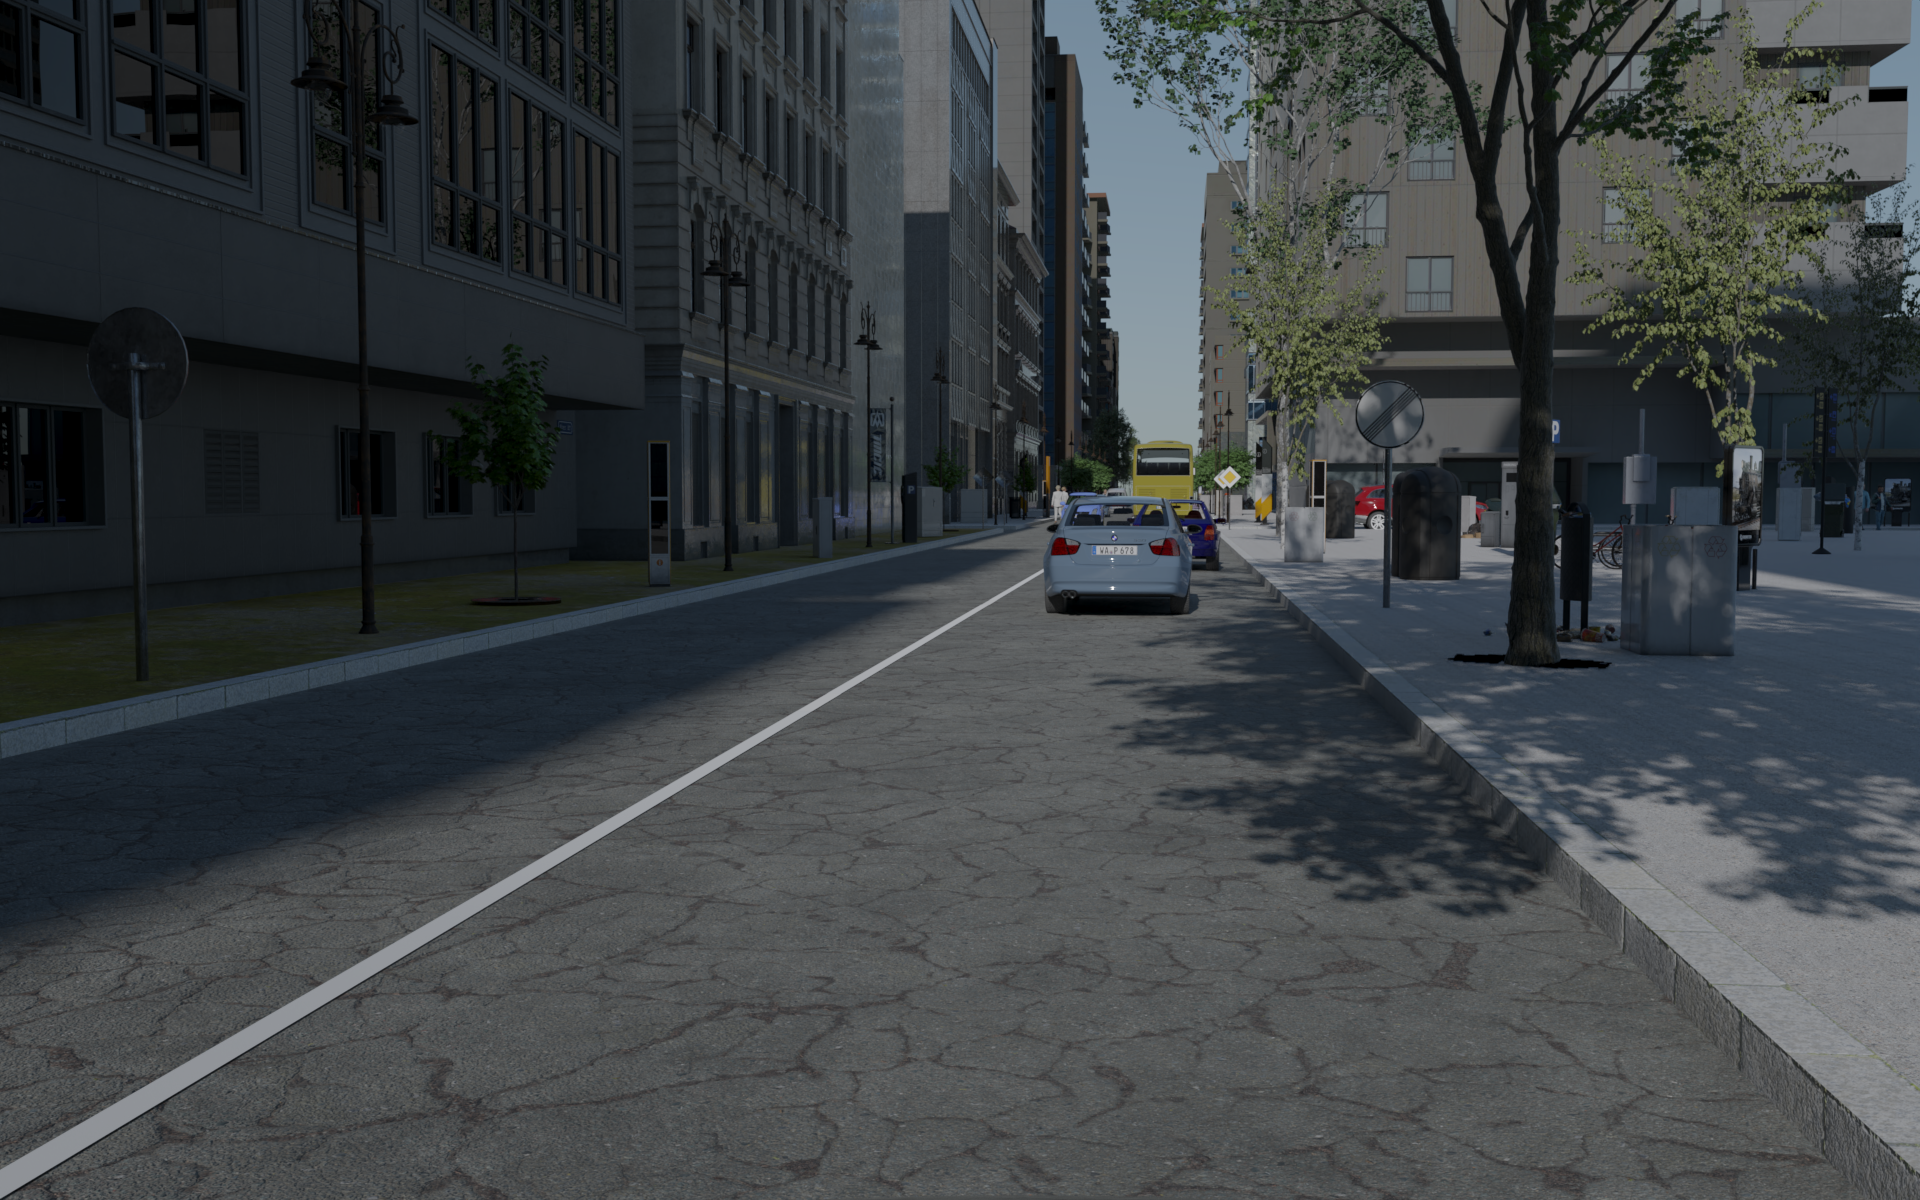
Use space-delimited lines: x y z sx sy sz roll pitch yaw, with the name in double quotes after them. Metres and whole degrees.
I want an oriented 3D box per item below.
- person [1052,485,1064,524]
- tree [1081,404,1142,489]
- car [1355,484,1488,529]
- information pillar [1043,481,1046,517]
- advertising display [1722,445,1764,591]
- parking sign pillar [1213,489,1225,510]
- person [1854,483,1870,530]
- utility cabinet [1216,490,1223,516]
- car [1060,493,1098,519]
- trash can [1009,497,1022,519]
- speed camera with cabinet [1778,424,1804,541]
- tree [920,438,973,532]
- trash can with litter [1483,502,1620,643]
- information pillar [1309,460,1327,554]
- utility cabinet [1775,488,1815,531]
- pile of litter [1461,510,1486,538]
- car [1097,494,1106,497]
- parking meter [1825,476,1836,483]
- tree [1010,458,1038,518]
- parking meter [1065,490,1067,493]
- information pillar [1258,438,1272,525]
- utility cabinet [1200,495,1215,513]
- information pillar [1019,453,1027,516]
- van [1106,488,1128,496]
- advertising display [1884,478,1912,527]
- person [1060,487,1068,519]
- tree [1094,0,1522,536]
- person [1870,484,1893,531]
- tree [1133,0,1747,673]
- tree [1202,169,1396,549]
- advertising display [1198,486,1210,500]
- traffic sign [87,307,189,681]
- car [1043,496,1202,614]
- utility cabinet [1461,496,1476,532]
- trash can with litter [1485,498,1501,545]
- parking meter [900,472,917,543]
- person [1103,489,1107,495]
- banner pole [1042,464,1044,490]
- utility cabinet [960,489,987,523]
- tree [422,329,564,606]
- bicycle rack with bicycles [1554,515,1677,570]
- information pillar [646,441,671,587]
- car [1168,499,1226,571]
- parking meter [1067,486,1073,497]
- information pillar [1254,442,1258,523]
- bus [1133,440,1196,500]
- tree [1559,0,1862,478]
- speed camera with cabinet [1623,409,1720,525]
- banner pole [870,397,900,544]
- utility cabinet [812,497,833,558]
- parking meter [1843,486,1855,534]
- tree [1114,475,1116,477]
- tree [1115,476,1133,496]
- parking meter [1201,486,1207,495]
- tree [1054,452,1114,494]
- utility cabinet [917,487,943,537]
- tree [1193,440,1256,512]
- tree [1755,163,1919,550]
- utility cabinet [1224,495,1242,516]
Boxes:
4.690 -4.516 82.213 0.514 1.842 0.818 -2 4 -31 "person"
19.554 -18.629 221.586 9.611 12.733 9.660 0 3 0 "tree"
17.103 -3.433 64.805 5.304 1.827 2.281 0 4 7 "car"
4.732 -5.549 95.217 0.304 2.012 0.304 1 4 22 "information pillar"
10.378 -1.086 22.971 0.974 1.923 0.123 -3 5 -43 "advertising display"
20.455 -9.172 138.429 1.447 3.967 1.447 0 4 7 "parking sign pillar"
32.152 -3.265 61.752 0.748 1.841 0.638 -2 4 -27 "person"
15.232 -5.670 101.382 0.318 1.500 1.173 1 4 16 "utility cabinet"
5.300 -3.973 74.546 1.945 1.707 3.694 0 4 8 "car"
2.870 -4.809 90.281 0.748 1.137 0.748 0 3 0 "trash can"
23.048 -3.285 48.042 0.660 3.252 2.038 2 4 25 "speed camera with cabinet"
-0.639 -3.973 59.555 1.663 3.219 1.824 0 3 0 "tree"
5.593 -0.288 15.765 1.678 1.210 2.233 0 4 2 "trash can with litter"
7.688 -2.004 37.258 0.304 2.012 0.304 0 4 -1 "information pillar"
28.540 -3.089 59.184 0.318 1.500 1.173 -3 5 -42 "utility cabinet"
15.370 -2.224 50.321 1.719 0.858 1.176 2 4 34 "pile of litter"
8.427 -5.847 107.606 2.014 1.417 4.499 0 4 7 "car"
28.540 -3.130 56.883 0.399 1.863 0.255 -3 5 -41 "parking meter"
3.567 -5.949 91.869 1.663 3.219 1.824 0 3 0 "tree"
7.597 -6.933 121.762 0.372 1.533 0.369 0 3 0 "parking meter"
12.734 -4.927 71.911 0.183 3.616 0.504 -3 5 -41 "information pillar"
17.150 -6.654 119.957 1.020 1.237 0.306 2 4 26 "utility cabinet"
3.662 -6.649 100.073 0.504 3.616 0.183 2 4 32 "information pillar"
11.281 -7.212 124.922 2.013 2.044 4.112 0 4 8 "van"
37.045 -3.868 68.458 0.974 1.923 0.123 2 4 24 "advertising display"
5.305 -4.882 88.540 0.478 1.798 0.641 3 5 44 "person"
11.232 -11.982 51.788 12.611 20.169 13.585 0 3 0 "tree"
33.313 -3.295 62.723 0.623 1.781 0.721 -2 4 -27 "person"
4.134 -5.318 12.707 9.928 11.665 9.643 0 3 0 "tree"
7.798 -5.491 40.137 4.737 8.622 4.395 0 3 0 "tree"
18.961 -7.917 134.656 0.974 1.923 0.123 -1 4 -15 "advertising display"
-5.617 -0.717 11.823 0.768 2.556 0.104 1 4 11 "traffic sign"
2.058 -0.611 21.987 2.014 1.417 4.499 0 4 8 "car"
17.093 -2.919 58.895 0.306 1.237 1.020 -2 4 -24 "utility cabinet"
13.802 -2.004 44.151 0.624 1.170 1.055 0 4 -4 "trash can with litter"
-1.345 -2.443 45.651 0.399 1.863 0.255 -1 4 -22 "parking meter"
11.532 -7.818 136.505 0.709 1.800 0.728 2 4 27 "person"
6.961 -9.537 145.950 0.401 3.779 0.863 0 4 -7 "banner pole"
0.607 -4.148 76.497 1.173 1.500 0.318 0 4 -6 "utility cabinet"
-5.163 -1.575 20.347 1.663 3.219 1.824 0 3 0 "tree"
11.722 -0.984 29.477 2.925 0.926 2.852 2 4 28 "bicycle rack with bicycles"
-4.176 -1.194 24.010 0.304 2.012 0.304 -1 4 -13 "information pillar"
4.202 -1.296 33.762 1.945 1.354 3.894 1 4 9 "car"
7.572 -6.930 119.021 0.399 1.863 0.255 1 4 12 "parking meter"
13.501 -5.289 77.826 0.504 3.616 0.183 2 4 32 "information pillar"
9.258 -5.316 78.471 2.896 3.916 12.252 0 4 7 "bus"
11.210 -4.597 25.524 4.737 8.622 4.395 0 3 0 "tree"
16.560 -2.813 40.333 2.038 3.252 0.660 1 4 14 "speed camera with cabinet"
-1.963 -3.330 44.467 0.863 3.779 0.401 -1 4 -19 "banner pole"
-2.805 -1.470 35.195 0.306 1.237 1.020 -1 4 -12 "utility cabinet"
28.838 -2.927 56.272 0.372 1.533 0.369 0 3 0 "parking meter"
11.619 -10.650 157.842 4.285 4.588 4.351 0 3 0 "tree"
24.978 -19.105 262.723 4.360 8.622 3.978 0 3 0 "tree"
17.335 -7.168 122.913 0.255 1.863 0.399 -2 4 -35 "parking meter"
8.896 -9.153 133.369 4.285 4.588 4.351 0 3 0 "tree"
-0.937 -2.623 51.570 0.318 1.500 1.173 2 4 30 "utility cabinet"
16.292 -7.773 110.800 4.285 4.588 4.351 0 3 0 "tree"
20.476 -5.448 39.432 4.360 8.622 3.978 0 3 0 "tree"
16.300 -5.635 103.293 1.020 1.237 0.306 -1 4 -14 "utility cabinet"
